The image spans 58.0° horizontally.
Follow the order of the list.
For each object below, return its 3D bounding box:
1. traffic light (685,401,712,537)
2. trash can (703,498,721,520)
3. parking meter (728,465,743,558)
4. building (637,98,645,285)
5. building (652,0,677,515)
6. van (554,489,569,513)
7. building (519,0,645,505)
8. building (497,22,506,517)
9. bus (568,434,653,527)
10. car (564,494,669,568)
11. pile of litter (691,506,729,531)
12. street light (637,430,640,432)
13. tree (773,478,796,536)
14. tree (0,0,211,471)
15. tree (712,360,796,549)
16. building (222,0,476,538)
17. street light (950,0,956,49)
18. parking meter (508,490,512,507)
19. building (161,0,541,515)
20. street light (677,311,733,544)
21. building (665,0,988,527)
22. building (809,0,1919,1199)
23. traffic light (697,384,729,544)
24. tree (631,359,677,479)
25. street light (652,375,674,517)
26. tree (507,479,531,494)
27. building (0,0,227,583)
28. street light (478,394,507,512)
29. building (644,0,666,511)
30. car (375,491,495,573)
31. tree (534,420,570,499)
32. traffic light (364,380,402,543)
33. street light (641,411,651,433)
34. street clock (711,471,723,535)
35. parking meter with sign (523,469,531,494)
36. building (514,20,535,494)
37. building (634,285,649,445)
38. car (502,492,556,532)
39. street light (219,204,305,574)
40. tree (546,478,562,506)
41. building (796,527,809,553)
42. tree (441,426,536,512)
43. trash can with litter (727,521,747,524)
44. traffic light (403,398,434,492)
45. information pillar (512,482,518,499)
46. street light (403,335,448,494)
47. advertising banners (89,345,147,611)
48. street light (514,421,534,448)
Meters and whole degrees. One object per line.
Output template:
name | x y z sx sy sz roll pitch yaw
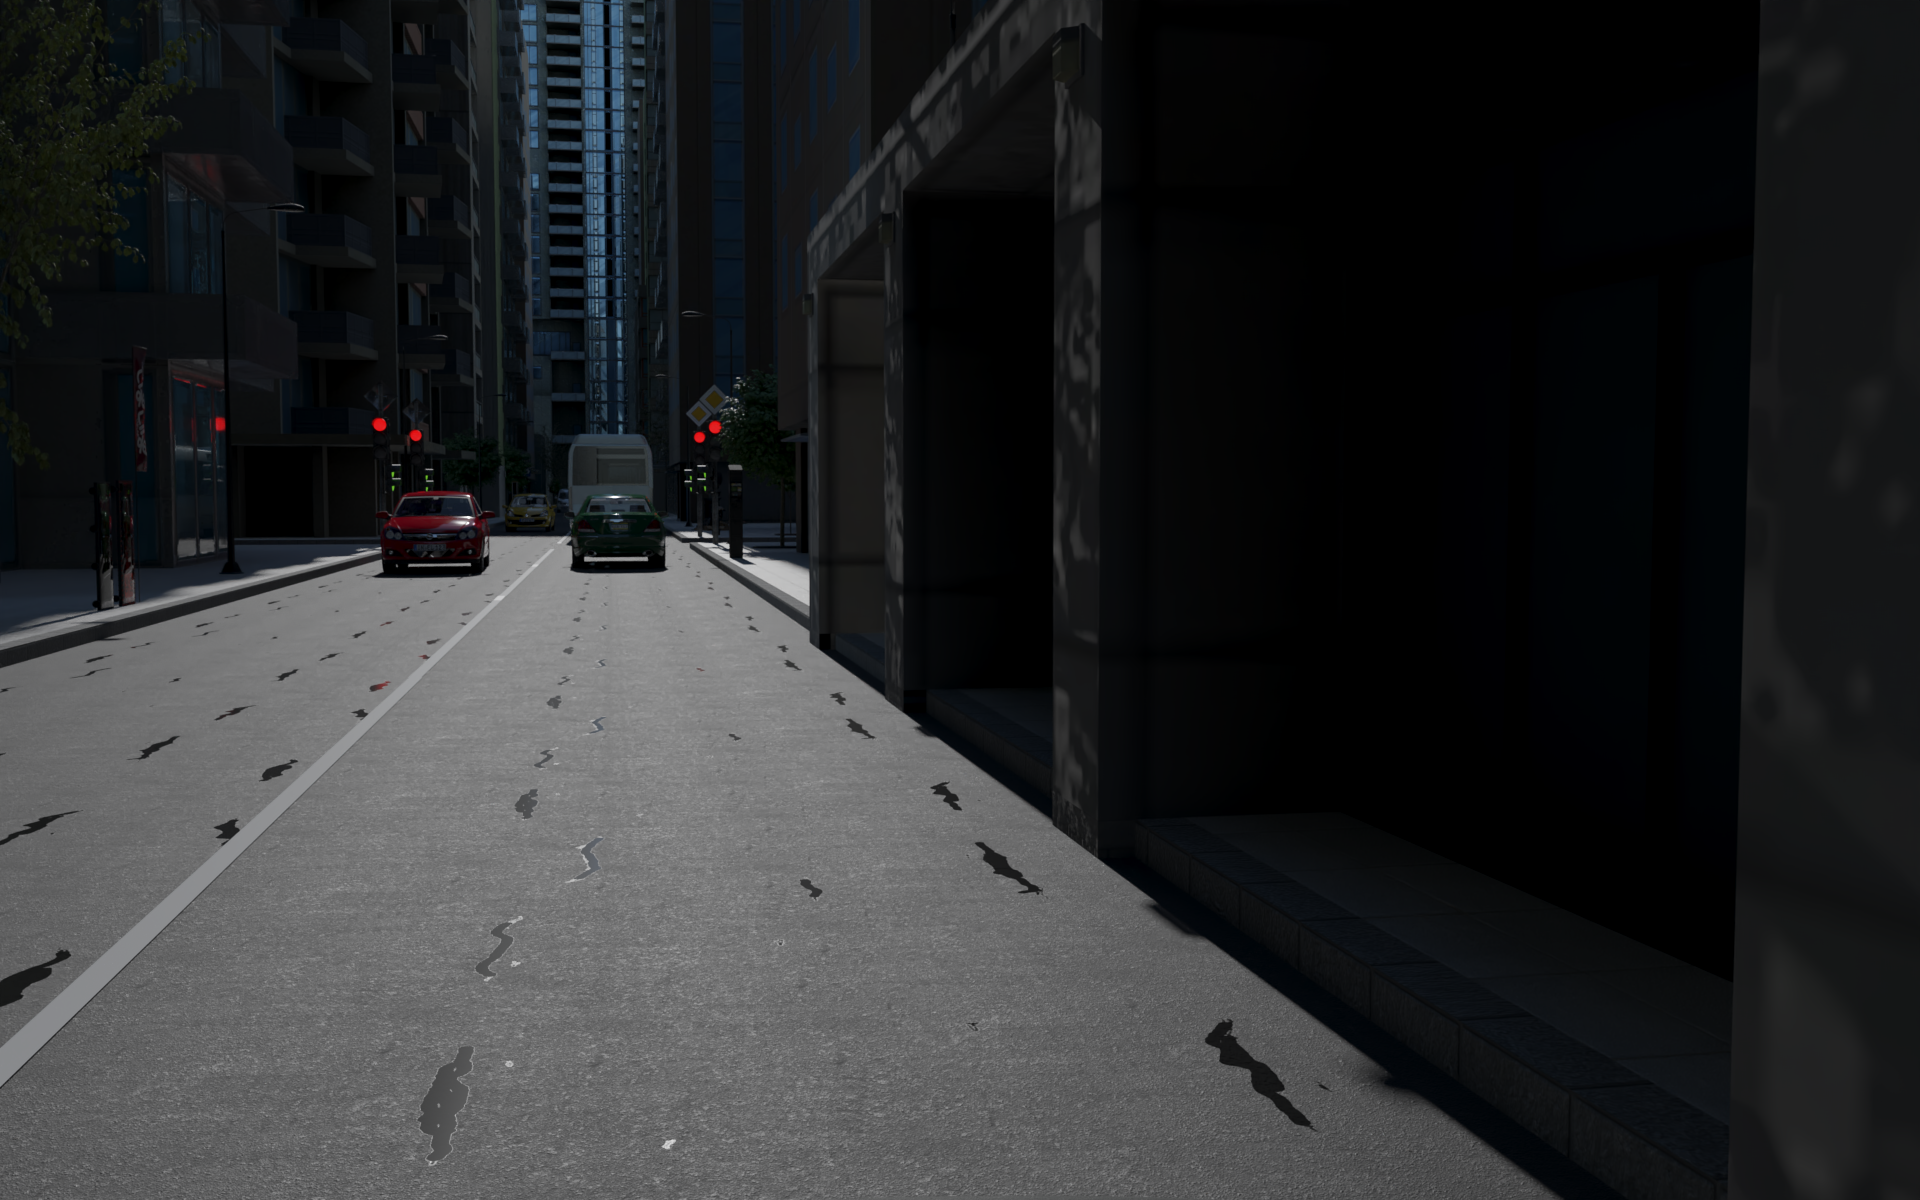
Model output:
traffic light | -7.870 -3.869 52.176 0.839 4.253 0.868 -1 4 -11
trash can | -9.654 -3.419 67.547 0.748 1.137 0.748 0 3 0
parking meter | -4.494 -1.774 34.710 0.255 1.863 0.399 -1 4 -12
building | -28.734 -33.248 193.709 14.600 45.320 14.200 -1 4 -11
building | -8.469 -30.149 112.542 23.786 49.044 30.456 -1 4 -11
van | -30.395 -7.783 134.258 2.013 2.044 4.112 -1 4 -12
building | -45.931 -55.231 215.695 31.000 86.520 22.319 -1 4 -11
building | -31.772 -24.895 90.635 14.154 41.232 14.086 -1 4 -11
bus | -11.995 -3.972 59.796 2.948 3.499 13.247 -1 4 -11
car | -6.981 -1.435 35.268 2.131 1.459 4.920 -1 4 -12
pile of litter | -8.596 -2.879 61.030 1.719 0.858 1.176 2 4 24
street light | -22.831 -9.375 125.825 1.470 5.913 1.316 -1 4 -11
tree | -5.351 -3.624 53.855 1.663 3.219 1.824 0 3 0
tree | -9.620 -4.041 16.426 4.737 8.622 4.395 0 3 0
tree | -4.214 -3.513 41.156 4.285 4.588 4.351 0 3 0
building | -29.410 -24.854 60.992 22.147 44.769 28.867 -1 4 -11
street light | -0.594 -2.608 15.181 1.470 5.913 1.316 -1 4 -11
parking meter | -29.871 -6.709 115.409 0.399 1.863 0.255 1 4 19
building | -45.860 -31.607 136.382 23.786 49.044 30.456 -1 4 -11
street light | -6.382 -4.390 44.317 1.470 5.913 1.316 -1 4 -11
building | -6.758 -26.423 82.123 14.600 45.320 14.200 -1 4 -11
building | 10.578 -34.752 6.448 20.563 71.187 20.611 -1 4 -11
traffic light | -6.294 -3.390 44.347 0.839 4.253 0.868 -1 4 -11
tree | -15.248 -8.715 92.851 4.360 8.622 3.978 0 3 0
street light | -11.168 -5.820 67.699 1.470 5.913 1.316 -1 4 -11
tree | -29.123 -7.301 113.978 1.663 3.219 1.824 0 3 0
building | -27.289 -24.848 25.871 30.456 49.044 23.786 -1 4 -11
street light | -21.684 -6.588 80.262 1.470 5.913 1.316 -1 4 -11
building | -17.739 -27.741 137.164 14.154 41.232 14.086 -1 4 -11
car | -9.917 -1.458 32.887 2.155 1.783 4.494 -1 4 -13
tree | -41.139 -13.681 174.041 4.360 8.622 3.978 0 3 0
traffic light | -14.243 -3.292 42.737 0.839 4.253 0.868 -1 4 -11
street light | -16.985 -7.606 96.902 1.470 5.913 1.316 -1 4 -11
street clock | -7.585 -3.011 53.803 0.358 2.002 0.471 -3 5 -39
parking meter with sign | -30.206 -7.558 119.830 0.543 3.016 1.738 -2 4 -30
building | -46.938 -31.173 159.786 14.600 45.320 14.200 -1 4 -11
building | -15.822 -19.272 160.134 27.650 21.520 28.899 -1 4 -11
car | -16.530 -3.451 66.643 2.015 1.641 3.980 -1 4 -10
street light | -11.186 -3.379 27.781 1.470 5.913 1.316 -1 4 -11
tree | -45.498 -12.321 196.044 1.663 3.219 1.824 0 3 0
building | 4.108 -23.345 31.805 14.600 45.320 14.200 -1 4 -11
tree | -23.474 -6.083 83.165 4.285 4.588 4.351 0 3 0
trash can with litter | -10.049 -3.859 74.157 2.233 1.210 1.678 -1 4 -22
traffic light | -15.819 -3.770 50.566 0.839 4.253 0.868 -1 4 -11
information pillar | -26.347 -6.002 102.623 0.304 2.012 0.304 0 4 -3
street light | -15.678 -4.782 50.727 1.470 5.913 1.316 -1 4 -11
advertising banners | -9.609 -1.448 19.869 0.090 3.025 2.074 -1 4 -9
street light | -27.612 -8.379 109.533 1.470 5.913 1.316 -1 4 -11
